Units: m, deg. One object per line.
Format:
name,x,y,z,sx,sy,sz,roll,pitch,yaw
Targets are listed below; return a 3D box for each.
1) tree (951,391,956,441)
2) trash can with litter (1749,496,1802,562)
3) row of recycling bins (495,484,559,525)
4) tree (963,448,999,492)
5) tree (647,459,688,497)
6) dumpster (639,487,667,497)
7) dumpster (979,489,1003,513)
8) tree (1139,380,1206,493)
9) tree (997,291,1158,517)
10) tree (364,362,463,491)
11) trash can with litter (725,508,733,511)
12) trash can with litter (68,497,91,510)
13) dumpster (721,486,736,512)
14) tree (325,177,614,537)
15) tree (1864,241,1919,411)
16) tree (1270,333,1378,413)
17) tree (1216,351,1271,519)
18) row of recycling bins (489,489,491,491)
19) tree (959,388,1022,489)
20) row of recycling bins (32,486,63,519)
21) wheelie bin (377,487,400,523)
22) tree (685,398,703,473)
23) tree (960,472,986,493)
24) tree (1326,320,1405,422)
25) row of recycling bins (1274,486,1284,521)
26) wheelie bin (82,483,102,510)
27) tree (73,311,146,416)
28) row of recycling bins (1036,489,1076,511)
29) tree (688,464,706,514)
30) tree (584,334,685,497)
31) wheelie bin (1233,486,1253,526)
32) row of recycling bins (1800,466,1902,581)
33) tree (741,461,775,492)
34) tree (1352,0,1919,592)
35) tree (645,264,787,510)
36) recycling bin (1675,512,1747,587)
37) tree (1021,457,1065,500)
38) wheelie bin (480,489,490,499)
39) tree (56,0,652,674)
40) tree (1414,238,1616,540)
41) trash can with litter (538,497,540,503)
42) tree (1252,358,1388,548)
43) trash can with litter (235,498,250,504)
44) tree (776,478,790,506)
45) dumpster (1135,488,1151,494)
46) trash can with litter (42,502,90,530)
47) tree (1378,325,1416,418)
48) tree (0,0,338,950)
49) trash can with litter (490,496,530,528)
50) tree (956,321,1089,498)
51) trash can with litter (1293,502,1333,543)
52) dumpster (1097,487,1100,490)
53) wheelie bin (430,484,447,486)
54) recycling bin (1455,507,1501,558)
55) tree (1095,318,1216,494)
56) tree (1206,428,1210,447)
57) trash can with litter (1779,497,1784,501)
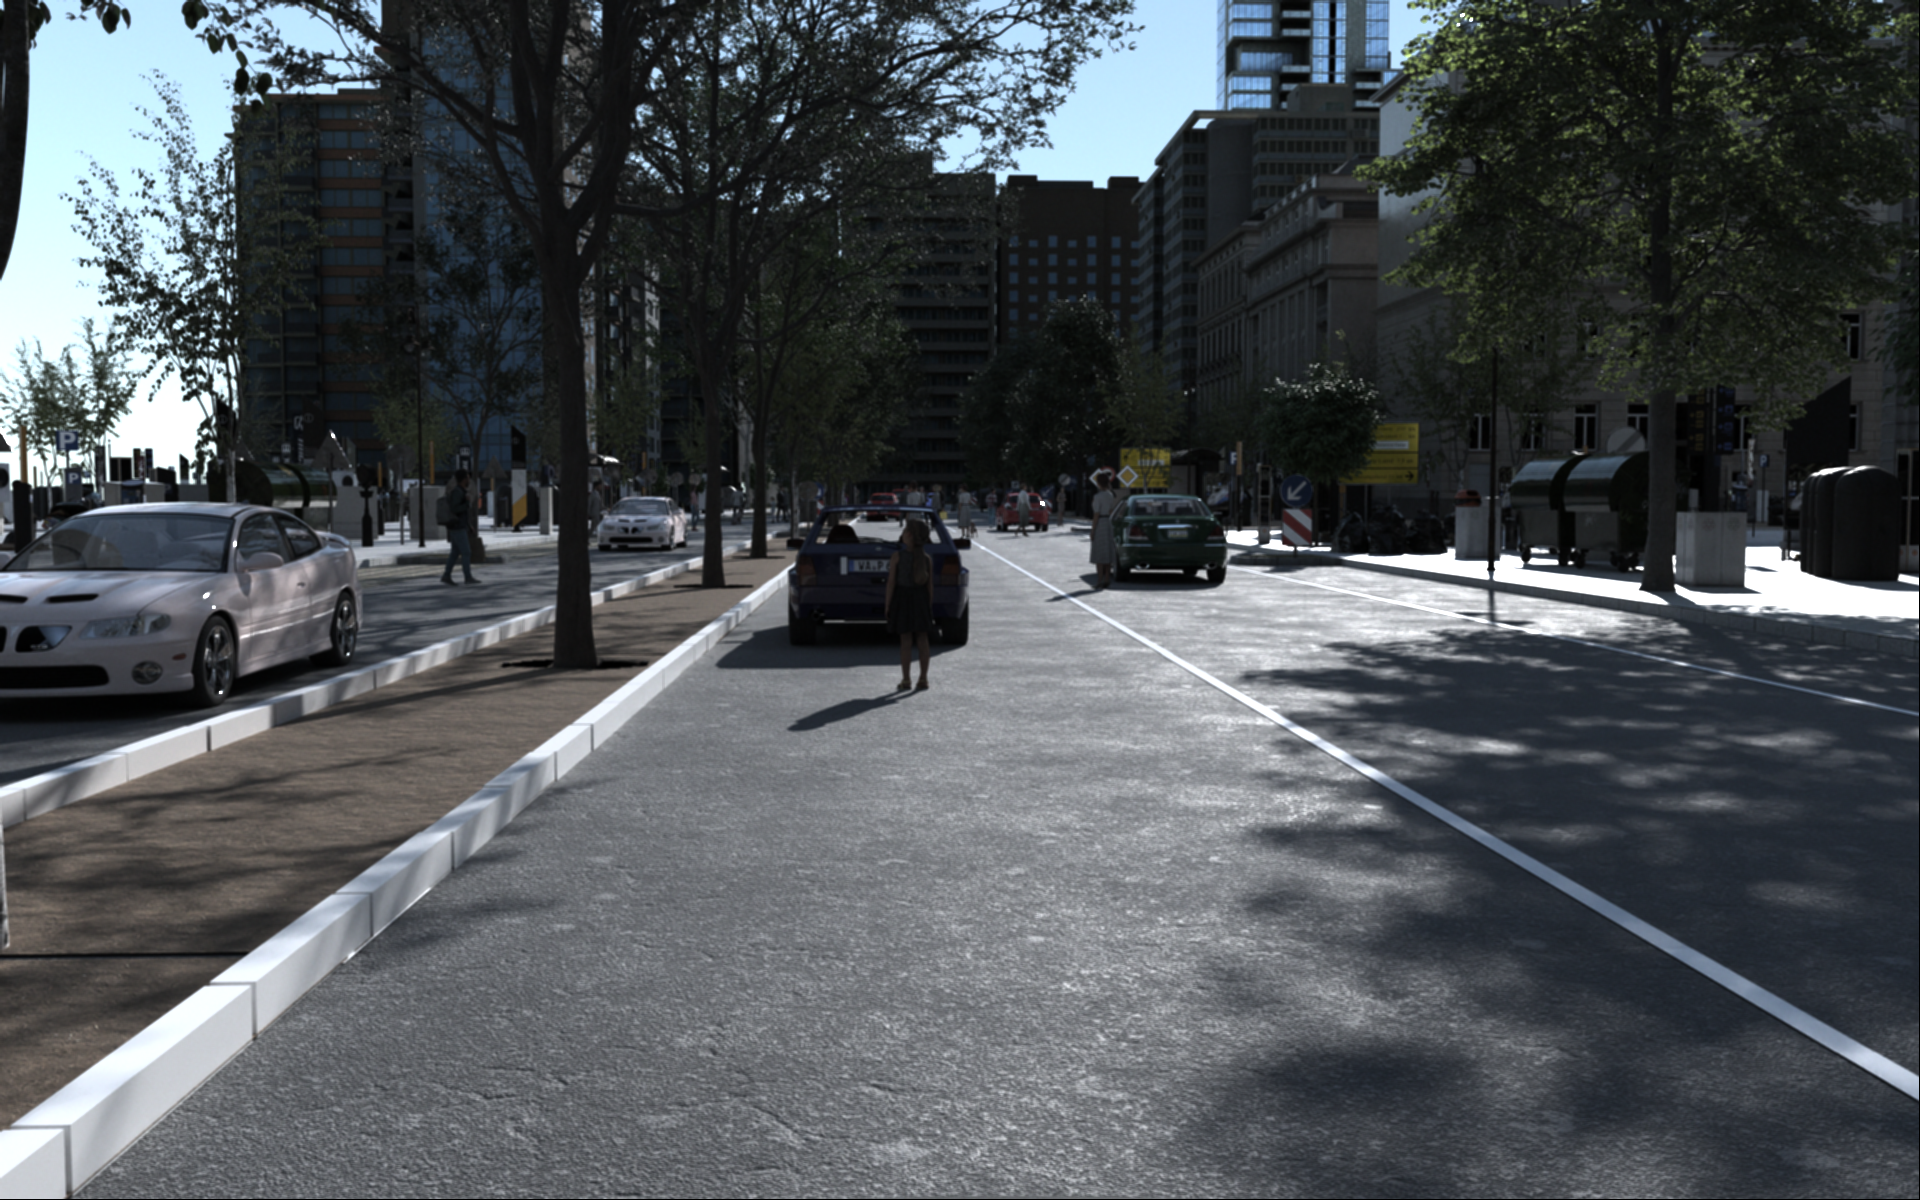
tree,4.098,-15.451,159.278,9.857,13.997,8.962,0,3,0
trash can with litter,16.058,-1.338,32.927,1.678,1.210,2.233,1,4,16
row of recycling bins,-17.486,-3.970,72.027,3.534,1.692,1.069,-1,4,-23
tree,2.656,-14.106,180.999,4.737,8.622,4.395,0,3,0
tree,-16.002,-6.027,93.137,1.663,3.219,1.824,0,3,0
dumpster,-18.927,-6.367,106.595,1.502,2.255,1.985,0,4,-2
dumpster,2.410,-7.752,134.955,1.865,1.857,1.264,0,4,-4
tree,13.106,-9.891,112.076,4.360,8.622,3.978,0,3,0
tree,6.738,-11.092,98.355,9.611,12.733,9.660,0,3,0
tree,-31.293,-8.968,96.984,4.737,8.622,4.395,0,3,0
trash can with litter,-18.487,-7.530,134.180,2.233,1.210,1.678,0,4,-3
trash can with litter,-22.059,-2.024,44.144,2.233,1.210,1.678,0,4,-7
dumpster,-16.960,-7.377,126.368,1.264,1.857,1.865,0,4,-2
tree,-14.548,-7.149,51.299,8.767,10.594,7.601,-1,4,-11
tree,10.284,-1.999,16.393,4.285,4.588,4.351,0,3,0
tree,17.383,-7.901,79.539,4.737,8.622,4.395,0,3,0
tree,14.690,-8.441,88.376,4.737,8.622,4.395,0,3,0
row of recycling bins,-35.324,-7.581,131.068,3.534,1.692,1.069,3,5,44
tree,3.775,-15.572,172.726,7.486,12.596,7.792,0,3,0
row of recycling bins,-46.254,-4.979,88.527,3.534,1.692,1.069,2,4,35
wheelie bin,-25.892,-4.349,79.014,0.693,1.594,0.980,0,4,7
tree,-19.221,-10.969,129.703,4.737,8.622,4.395,0,3,0
tree,1.720,-14.225,216.289,4.285,4.588,4.351,0,3,0
tree,17.004,-7.573,74.174,4.360,8.622,3.978,0,3,0
row of recycling bins,16.027,-4.733,84.498,1.069,1.692,3.534,0,4,-2
wheelie bin,-25.876,-2.644,51.131,0.980,1.594,0.693,-2,4,-26
tree,-34.701,-7.276,69.318,4.737,8.622,4.395,0,3,0
row of recycling bins,7.490,-7.640,132.029,3.534,1.692,1.069,-1,4,-21
tree,-16.891,-7.149,111.486,1.663,3.219,1.824,0,3,0
tree,-15.200,-7.859,78.861,4.737,8.622,4.395,0,3,0
wheelie bin,11.258,-3.736,68.999,0.693,1.594,0.980,0,4,-6
row of recycling bins,13.844,-1.221,27.081,1.069,1.692,3.534,1,4,17
tree,-18.245,-10.545,156.126,4.285,4.588,4.351,0,3,0
tree,9.195,-6.416,23.033,7.486,12.596,7.792,0,3,0
tree,-18.509,-17.356,139.665,12.611,20.169,13.585,0,3,0
recycling bin,10.539,-0.720,24.323,0.722,1.027,0.722,0,4,0
tree,5.919,-8.462,122.073,4.285,4.588,4.351,0,3,0
wheelie bin,-31.184,-6.472,113.728,0.980,1.594,0.693,0,4,2
tree,-3.141,-6.173,13.748,12.009,13.543,11.850,0,3,0
tree,15.500,-5.948,47.618,4.737,8.622,4.395,0,3,0
trash can with litter,-32.048,-7.231,129.620,0.624,1.170,1.055,3,5,40
tree,8.739,-3.566,42.022,4.285,4.588,4.351,0,3,0
trash can with litter,-13.580,-1.374,33.518,1.678,1.210,2.233,1,4,18
tree,-19.513,-12.090,192.273,1.663,3.219,1.824,0,3,0
dumpster,9.191,-5.370,90.286,1.502,2.255,1.985,0,4,-2
trash can with litter,-12.721,-0.814,24.701,0.624,1.170,1.055,-2,4,-26
tree,15.137,-6.247,52.506,4.737,8.622,4.395,0,3,0
tree,-3.096,-3.216,5.402,4.360,8.622,3.978,0,3,0
trash can with litter,-17.175,-3.383,66.367,1.678,1.210,2.233,2,4,26
tree,5.302,-13.590,128.849,9.857,13.997,8.962,0,3,0
trash can with litter,9.306,-2.090,45.566,1.055,1.170,0.624,-1,4,-21
dumpster,8.963,-6.616,113.935,1.264,1.857,1.865,0,4,-2
wheelie bin,-16.230,-2.821,54.039,0.980,1.594,0.693,1,4,12
recycling bin,10.445,-1.369,34.931,0.722,1.027,0.722,0,4,-2
tree,7.703,-7.436,71.941,4.737,8.622,4.395,0,3,0
tree,15.828,-10.575,123.268,4.360,8.622,3.978,0,3,0
trash can with litter,64.828,-7.602,135.676,1.055,1.170,0.624,2,4,23
